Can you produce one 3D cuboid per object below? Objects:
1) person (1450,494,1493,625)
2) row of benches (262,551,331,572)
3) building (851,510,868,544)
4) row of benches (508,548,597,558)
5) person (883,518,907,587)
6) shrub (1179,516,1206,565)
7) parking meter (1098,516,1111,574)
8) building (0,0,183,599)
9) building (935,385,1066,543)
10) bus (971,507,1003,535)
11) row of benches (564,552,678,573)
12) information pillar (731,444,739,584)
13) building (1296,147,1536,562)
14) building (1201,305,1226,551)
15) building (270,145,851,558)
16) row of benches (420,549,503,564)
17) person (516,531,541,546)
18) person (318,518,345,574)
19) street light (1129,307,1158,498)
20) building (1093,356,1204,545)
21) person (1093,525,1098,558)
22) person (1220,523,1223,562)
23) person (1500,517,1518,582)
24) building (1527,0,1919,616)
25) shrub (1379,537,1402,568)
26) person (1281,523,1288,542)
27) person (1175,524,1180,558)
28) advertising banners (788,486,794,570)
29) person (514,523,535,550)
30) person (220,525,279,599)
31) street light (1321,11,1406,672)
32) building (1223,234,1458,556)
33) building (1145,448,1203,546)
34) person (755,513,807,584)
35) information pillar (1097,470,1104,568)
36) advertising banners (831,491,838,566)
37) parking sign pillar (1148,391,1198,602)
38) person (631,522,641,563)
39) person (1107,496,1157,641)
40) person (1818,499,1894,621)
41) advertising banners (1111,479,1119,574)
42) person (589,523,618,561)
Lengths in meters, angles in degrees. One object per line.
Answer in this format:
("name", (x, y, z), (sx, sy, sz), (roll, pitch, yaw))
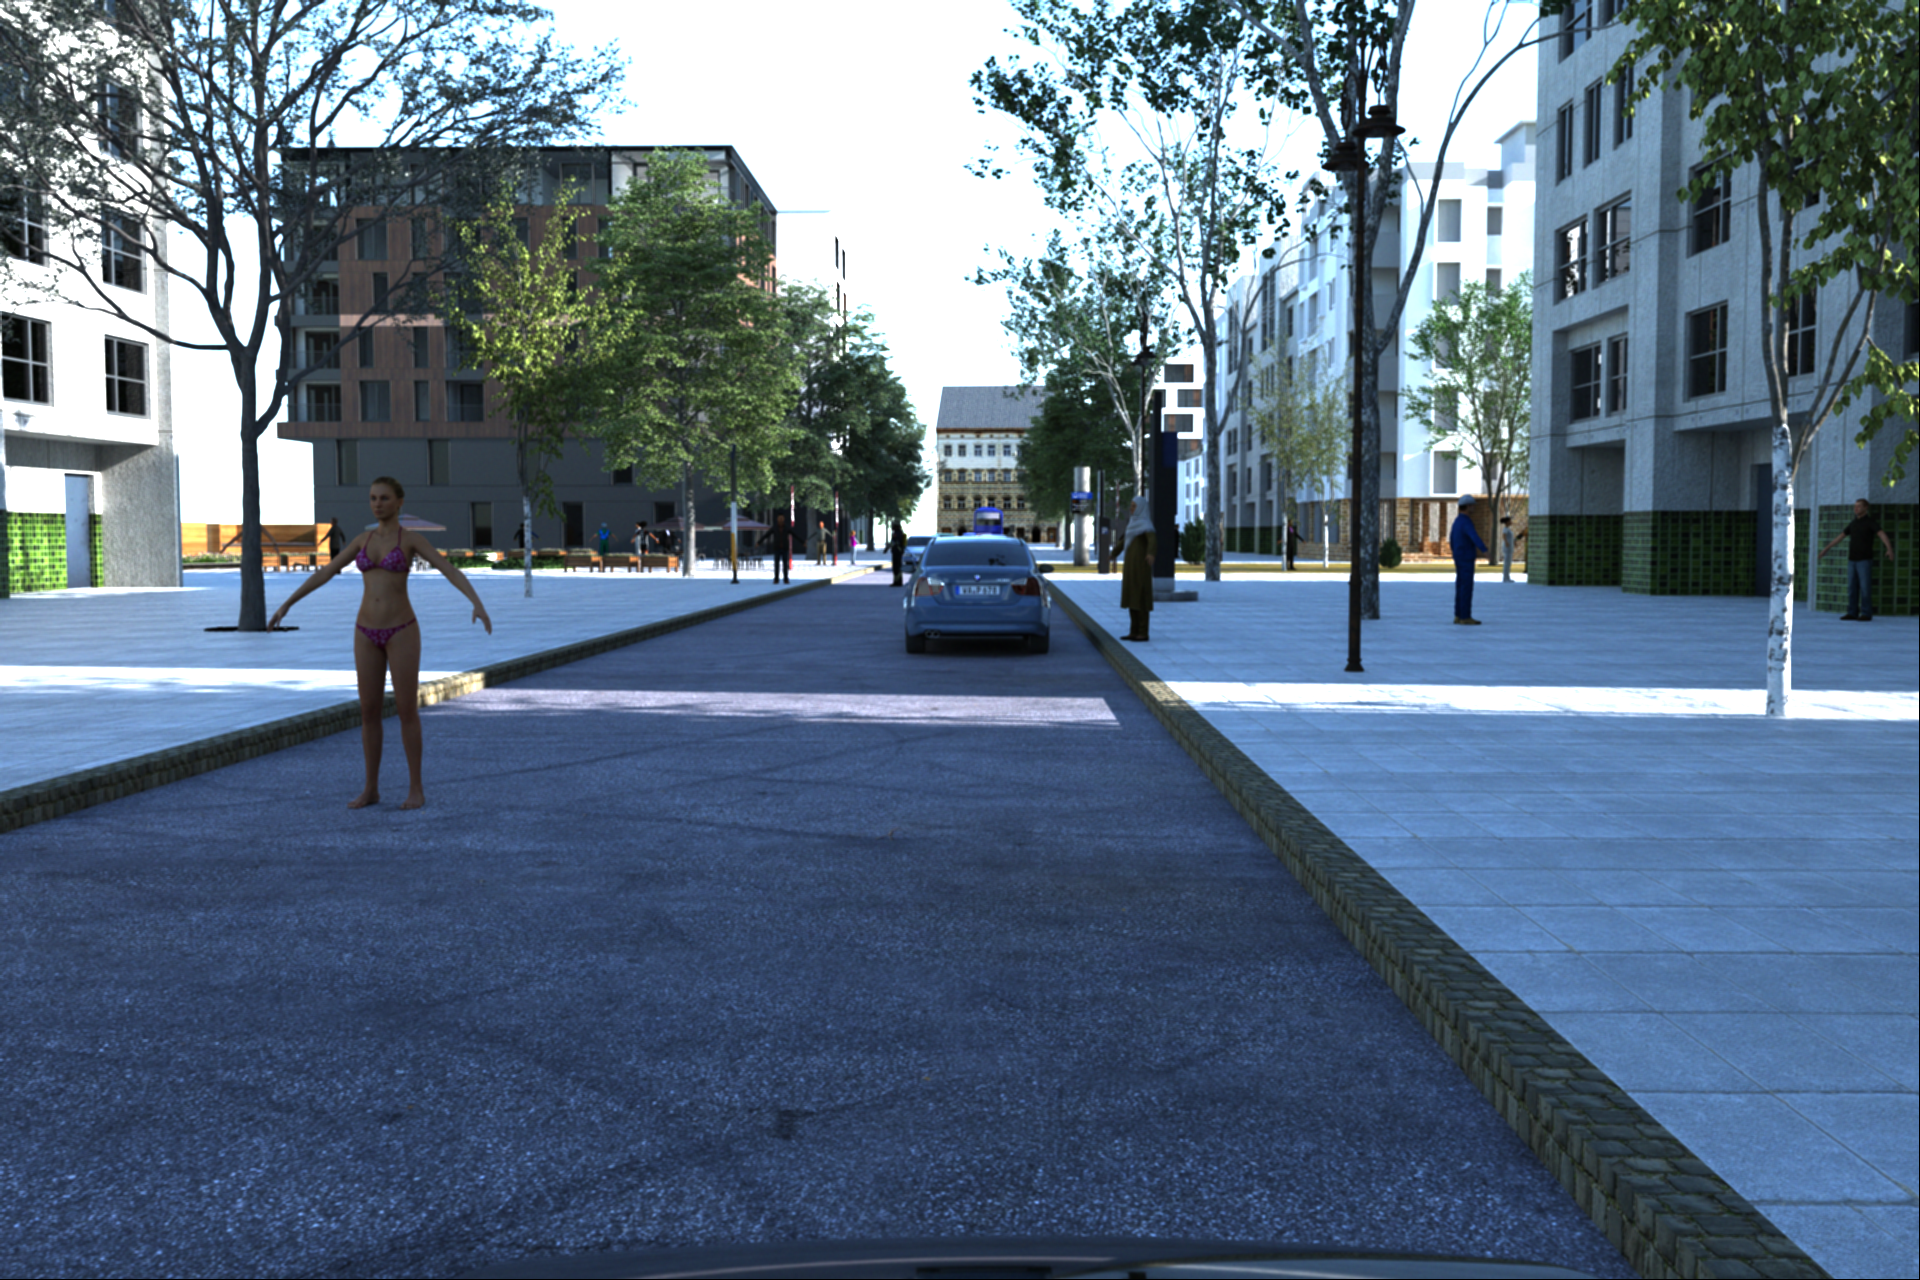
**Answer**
("person", (7.223, -1.149, 24.664), (0.705, 1.842, 1.347), (0, 4, -5))
("row of benches", (-23.028, -2.711, 59.790), (1.422, 0.672, 4.104), (1, 4, 19))
("building", (-21.350, -21.653, 220.485), (16.747, 18.905, 31.486), (0, 4, 2))
("row of benches", (-17.633, -3.654, 75.201), (4.104, 0.672, 1.422), (1, 4, 15))
("person", (-1.745, -2.395, 47.394), (0.705, 1.856, 1.354), (1, 4, 19))
("shrub", (9.809, -4.131, 71.580), (1.661, 2.075, 1.752), (0, 3, 0))
("parking meter", (4.654, -3.056, 55.671), (0.399, 1.863, 0.255), (0, 4, 2))
("building", (-27.470, -9.737, 25.660), (16.747, 18.905, 31.486), (0, 4, 1))
("building", (6.369, -25.717, 253.858), (18.063, 23.208, 19.493), (0, 4, 5))
("bus", (2.489, -10.154, 157.562), (2.896, 3.916, 12.251), (0, 3, 0))
("row of benches", (-11.397, -2.588, 57.782), (4.104, 0.672, 1.422), (1, 4, 19))
("information pillar", (-5.845, -3.269, 44.803), (0.183, 3.616, 0.504), (0, 4, 0))
("building", (23.159, -14.368, 91.335), (16.016, 20.090, 11.380), (0, 4, 2))
("building", (24.781, -17.348, 140.066), (16.016, 20.090, 11.380), (0, 4, 1))
("building", (-22.102, -16.136, 107.801), (27.936, 21.610, 32.646), (0, 4, 1))
("row of benches", (-20.937, -3.488, 72.491), (4.104, 0.672, 1.422), (2, 4, 26))
("person", (-21.582, -4.902, 86.614), (1.216, 1.772, 0.721), (0, 4, -8))
("person", (-19.942, -2.996, 55.160), (0.705, 1.807, 1.348), (1, 4, 15))
("street light", (3.742, -3.831, 35.429), (0.468, 5.910, 1.993), (0, 4, 1))
("building", (30.376, -22.687, 214.911), (27.936, 21.610, 32.646), (0, 4, 1))
("person", (7.336, -5.231, 91.488), (0.705, 1.833, 1.349), (-1, 4, -15))
("person", (11.874, -4.484, 79.440), (0.705, 1.813, 1.348), (0, 4, -5))
("person", (14.647, -2.402, 46.052), (0.721, 1.739, 1.217), (2, 4, 29))
("building", (22.595, -9.883, 28.040), (16.747, 18.905, 31.486), (0, 4, 1))
("shrub", (16.063, -3.277, 64.694), (1.383, 1.207, 1.383), (0, 3, 0))
("person", (15.080, -4.513, 79.636), (0.705, 1.847, 1.347), (2, 4, 30))
("person", (11.438, -5.213, 91.167), (0.705, 1.837, 1.347), (-1, 4, -12))
("advertising banners", (-6.090, -4.024, 61.985), (0.090, 3.025, 2.074), (0, 4, 3))
("person", (-21.265, -4.779, 84.321), (1.347, 1.806, 0.705), (2, 4, 31))
("person", (-12.737, -1.486, 31.100), (1.217, 1.737, 0.721), (1, 4, 16))
("street light", (3.691, -2.645, 16.038), (0.468, 5.910, 1.993), (0, 4, 1))
("building", (27.386, -14.943, 110.775), (16.747, 18.905, 31.486), (0, 4, 1))
("building", (24.468, -14.757, 183.425), (9.099, 9.664, 28.070), (0, 4, 1))
("person", (-4.618, -2.364, 44.715), (1.348, 1.821, 0.705), (0, 4, -6))
("information pillar", (5.233, -4.471, 64.411), (0.184, 3.620, 1.656), (0, 4, 2))
("advertising banners", (-5.072, -4.536, 70.347), (0.090, 3.025, 2.074), (0, 4, 2))
("parking sign pillar", (3.889, -2.749, 33.412), (1.447, 3.967, 1.447), (0, 4, 1))
("person", (-14.368, -4.346, 77.246), (0.705, 1.806, 1.347), (-2, 4, -29))
("person", (2.064, -0.858, 20.798), (0.721, 1.736, 1.217), (-1, 4, -19))
("person", (13.305, -1.188, 25.635), (0.705, 1.803, 1.348), (-1, 4, -18))
("advertising banners", (5.049, -3.678, 56.321), (0.090, 3.025, 2.074), (0, 4, 1))
("person", (-16.877, -4.647, 82.098), (1.347, 1.817, 0.704), (-1, 4, -20))
